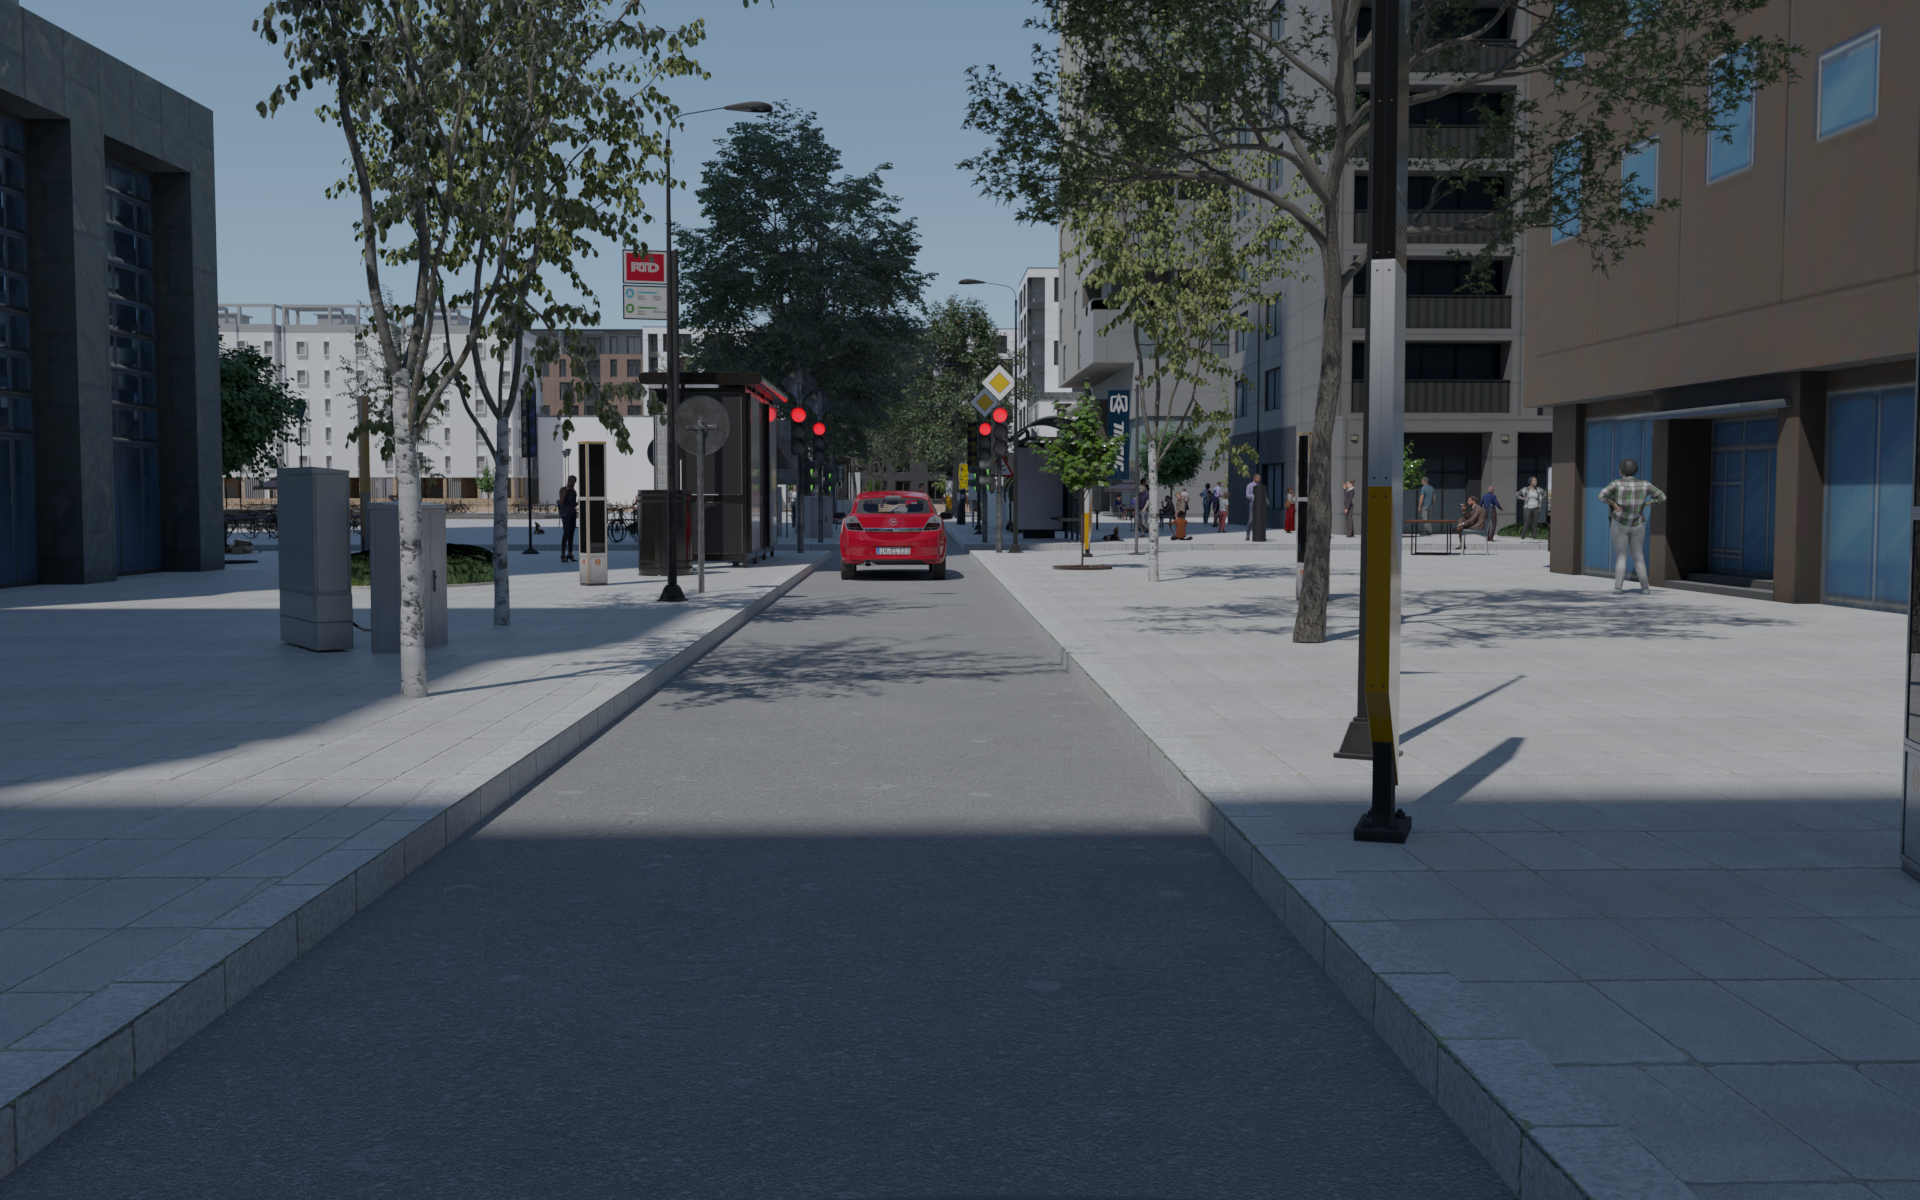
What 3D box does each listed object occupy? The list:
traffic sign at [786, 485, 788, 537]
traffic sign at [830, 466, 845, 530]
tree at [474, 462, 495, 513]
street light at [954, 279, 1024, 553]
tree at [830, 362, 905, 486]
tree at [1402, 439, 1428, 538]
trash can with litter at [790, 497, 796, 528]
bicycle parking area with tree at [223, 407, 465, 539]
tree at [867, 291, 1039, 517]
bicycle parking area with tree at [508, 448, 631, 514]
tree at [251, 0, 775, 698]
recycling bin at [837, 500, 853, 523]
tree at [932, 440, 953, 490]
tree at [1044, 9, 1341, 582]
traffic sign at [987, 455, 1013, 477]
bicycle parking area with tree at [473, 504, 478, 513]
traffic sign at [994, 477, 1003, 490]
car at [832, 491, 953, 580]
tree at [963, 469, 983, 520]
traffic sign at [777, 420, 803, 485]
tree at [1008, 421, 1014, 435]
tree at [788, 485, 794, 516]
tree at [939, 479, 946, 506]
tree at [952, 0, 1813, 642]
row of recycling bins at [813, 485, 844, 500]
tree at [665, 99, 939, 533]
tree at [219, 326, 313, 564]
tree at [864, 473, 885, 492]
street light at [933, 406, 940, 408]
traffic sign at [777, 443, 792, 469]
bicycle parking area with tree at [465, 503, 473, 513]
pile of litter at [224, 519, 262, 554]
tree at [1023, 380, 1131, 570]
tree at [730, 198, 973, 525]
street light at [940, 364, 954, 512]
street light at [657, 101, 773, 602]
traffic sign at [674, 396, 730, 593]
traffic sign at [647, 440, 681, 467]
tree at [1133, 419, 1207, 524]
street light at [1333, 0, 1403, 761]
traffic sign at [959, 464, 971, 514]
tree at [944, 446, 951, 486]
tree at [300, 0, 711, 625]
[{"bbox_3d":[-5.126,-3.005,51.261,0.606,2.300,0.079,0,4,0],"label":"traffic sign"},{"bbox_3d":[-4.455,-3.681,62.321,0.606,2.300,0.079,0,4,7],"label":"traffic sign"},{"bbox_3d":[-28.035,-6.604,102.574,1.663,3.219,1.824,0,3,0],"label":"tree"},{"bbox_3d":[0.667,-3.975,37.535,1.470,5.913,1.316,0,4,-1],"label":"street light"},{"bbox_3d":[-7.128,-11.723,117.419,9.928,11.665,9.643,0,3,0],"label":"tree"},{"bbox_3d":[13.013,-3.460,51.178,1.663,3.219,1.824,0,3,0],"label":"tree"},{"bbox_3d":[-5.900,-3.313,65.561,1.055,1.170,0.624,-1,4,-11],"label":"trash can with litter"},{"bbox_3d":[-21.670,-4.049,53.209,9.016,4.147,8.231,2,4,27],"label":"bicycle parking area with tree"},{"bbox_3d":[-0.244,-11.074,98.075,9.611,12.733,9.660,0,3,0],"label":"tree"},{"bbox_3d":[-25.154,-7.618,111.550,9.016,4.147,8.231,0,4,-1],"label":"bicycle parking area with tree"},{"bbox_3d":[-3.294,-3.679,10.509,4.360,8.622,3.978,0,3,0],"label":"tree"},{"bbox_3d":[-5.161,-3.857,75.612,0.722,1.027,0.722,3,4,36],"label":"recycling bin"},{"bbox_3d":[-0.214,-9.739,109.593,4.737,8.622,4.395,0,3,0],"label":"tree"},{"bbox_3d":[2.959,-4.558,24.884,4.737,8.622,4.395,0,3,0],"label":"tree"},{"bbox_3d":[1.271,-3.302,53.992,0.884,2.594,0.081,0,4,5],"label":"traffic sign"},{"bbox_3d":[-36.320,-7.872,115.710,9.016,4.147,8.231,0,4,6],"label":"bicycle parking area with tree"},{"bbox_3d":[1.800,-5.033,84.424,0.606,2.300,0.079,0,4,5],"label":"traffic sign"},{"bbox_3d":[-1.180,-1.310,30.452,2.155,1.783,4.494,0,4,-2],"label":"car"},{"bbox_3d":[1.188,-5.673,87.347,1.663,3.219,1.824,0,3,0],"label":"tree"},{"bbox_3d":[-5.450,-3.277,47.455,2.265,3.308,0.079,0,4,0],"label":"traffic sign"},{"bbox_3d":[-0.216,-14.535,148.017,12.009,13.543,11.850,0,3,0],"label":"tree"},{"bbox_3d":[-9.470,-6.521,101.216,1.663,3.219,1.824,0,3,0],"label":"tree"},{"bbox_3d":[-1.467,-12.062,191.820,1.663,3.219,1.824,0,3,0],"label":"tree"},{"bbox_3d":[3.360,-4.904,14.600,7.601,10.594,8.767,1,4,9],"label":"tree"},{"bbox_3d":[-6.207,-4.607,82.440,1.069,1.692,3.534,1,4,9],"label":"row of recycling bins"},{"bbox_3d":[-5.105,-9.167,56.543,9.857,13.997,8.962,0,3,0],"label":"tree"},{"bbox_3d":[-13.759,-2.956,32.044,4.285,4.588,4.351,0,3,0],"label":"tree"},{"bbox_3d":[-7.156,-9.057,142.682,1.663,3.219,1.824,0,3,0],"label":"tree"},{"bbox_3d":[-0.692,-7.246,91.013,1.470,5.913,1.316,0,4,-1],"label":"street light"},{"bbox_3d":[-4.024,-2.256,36.882,0.884,2.594,0.081,0,4,1],"label":"traffic sign"},{"bbox_3d":[-35.365,-7.262,105.737,9.016,4.147,8.231,-2,4,-27],"label":"bicycle parking area with tree"},{"bbox_3d":[-15.726,-1.424,37.245,1.176,0.858,1.719,2,4,31],"label":"pile of litter"},{"bbox_3d":[2.173,-2.130,29.434,1.663,3.219,1.824,0,3,0],"label":"tree"},{"bbox_3d":[-5.491,-9.940,72.888,12.009,13.543,11.850,0,3,0],"label":"tree"},{"bbox_3d":[0.120,-5.464,61.879,1.470,5.913,1.316,0,4,-1],"label":"street light"},{"bbox_3d":[-2.911,-2.941,20.624,1.470,5.913,1.316,0,4,-1],"label":"street light"},{"bbox_3d":[-3.366,-1.368,22.473,0.768,2.556,0.104,0,4,8],"label":"traffic sign"},{"bbox_3d":[-6.374,-2.279,37.368,0.768,2.556,0.104,0,4,3],"label":"traffic sign"},{"bbox_3d":[9.126,-5.610,75.441,4.285,4.588,4.351,0,3,0],"label":"tree"},{"bbox_3d":[1.457,-2.186,8.290,1.470,5.913,1.316,0,4,-1],"label":"street light"},{"bbox_3d":[1.004,-7.323,113.597,2.265,3.308,0.079,0,3,0],"label":"traffic sign"},{"bbox_3d":[0.262,-10.712,125.496,4.360,8.622,3.978,0,3,0],"label":"tree"},{"bbox_3d":[-4.522,-4.076,17.000,4.737,8.622,4.395,0,3,0],"label":"tree"}]
